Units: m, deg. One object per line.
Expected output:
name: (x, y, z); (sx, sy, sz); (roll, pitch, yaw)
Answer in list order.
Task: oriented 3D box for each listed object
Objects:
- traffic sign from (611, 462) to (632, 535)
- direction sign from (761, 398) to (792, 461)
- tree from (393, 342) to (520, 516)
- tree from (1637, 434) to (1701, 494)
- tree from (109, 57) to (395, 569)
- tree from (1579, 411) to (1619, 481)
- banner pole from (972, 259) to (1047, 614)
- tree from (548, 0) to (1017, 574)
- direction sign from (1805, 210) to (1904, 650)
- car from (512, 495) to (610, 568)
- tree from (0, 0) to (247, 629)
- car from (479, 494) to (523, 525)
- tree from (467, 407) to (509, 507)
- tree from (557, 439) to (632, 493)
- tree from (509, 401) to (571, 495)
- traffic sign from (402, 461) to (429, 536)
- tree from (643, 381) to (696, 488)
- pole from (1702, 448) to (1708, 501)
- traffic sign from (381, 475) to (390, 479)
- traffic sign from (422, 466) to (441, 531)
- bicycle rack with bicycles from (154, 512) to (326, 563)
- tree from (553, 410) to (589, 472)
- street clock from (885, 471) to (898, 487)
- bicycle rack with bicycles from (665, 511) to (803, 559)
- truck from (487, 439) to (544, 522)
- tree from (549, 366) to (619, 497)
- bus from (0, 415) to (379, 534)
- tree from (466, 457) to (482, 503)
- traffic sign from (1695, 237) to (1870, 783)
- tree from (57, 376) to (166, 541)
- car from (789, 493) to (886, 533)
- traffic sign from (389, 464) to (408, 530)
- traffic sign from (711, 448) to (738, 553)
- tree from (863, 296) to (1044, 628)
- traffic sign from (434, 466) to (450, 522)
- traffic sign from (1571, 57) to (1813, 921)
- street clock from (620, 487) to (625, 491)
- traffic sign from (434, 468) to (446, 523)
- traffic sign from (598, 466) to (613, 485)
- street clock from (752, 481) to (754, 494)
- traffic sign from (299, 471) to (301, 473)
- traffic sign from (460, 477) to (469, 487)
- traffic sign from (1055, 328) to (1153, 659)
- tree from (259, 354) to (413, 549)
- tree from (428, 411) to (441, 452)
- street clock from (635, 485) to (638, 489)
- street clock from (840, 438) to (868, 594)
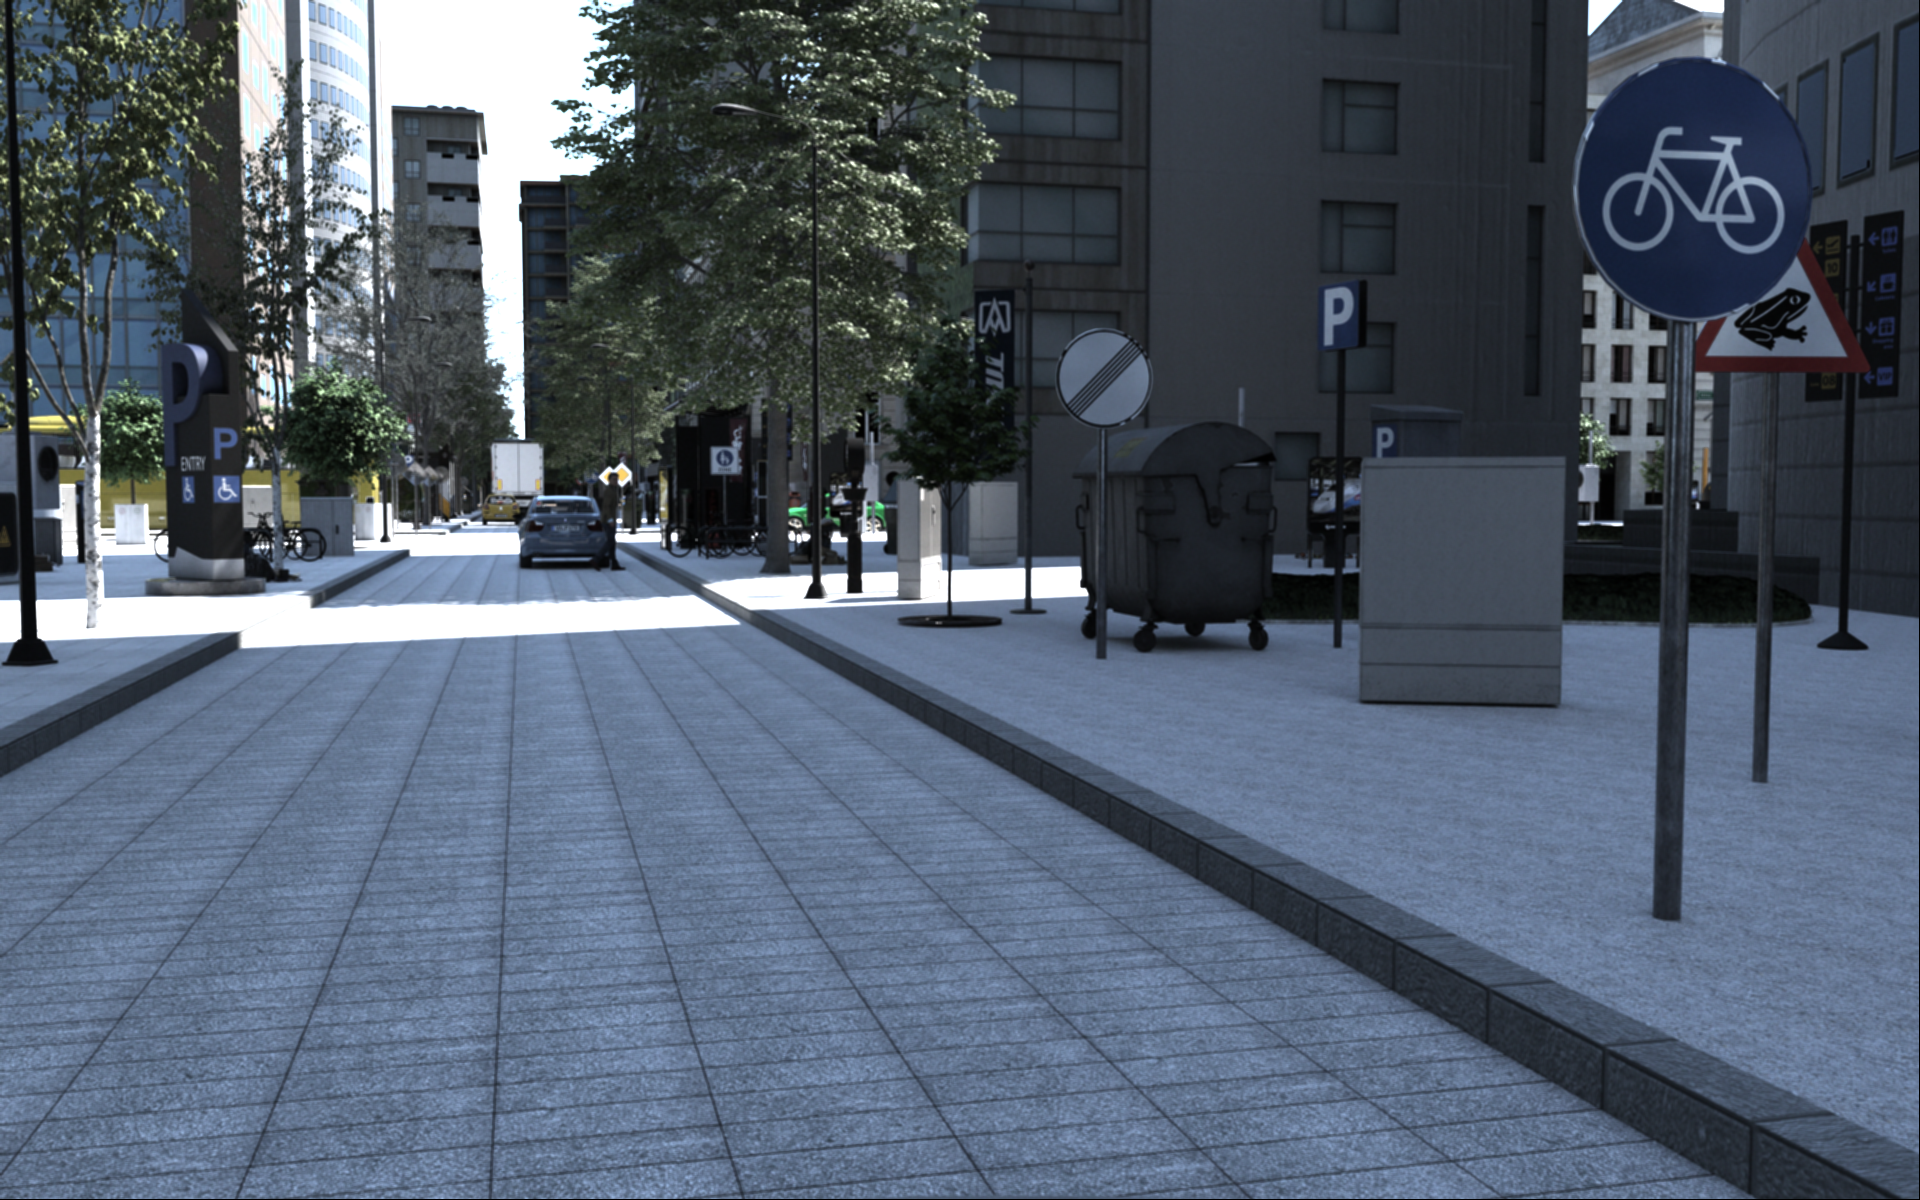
traffic sign: (-10.619, -3.106, 54.428); (0.795, 2.450, 0.064); (-1, 4, -14)
direction sign: (-4.304, -2.982, 40.758); (0.876, 3.537, 0.379); (2, 4, 31)
tree: (-30.061, -10.305, 102.898); (8.767, 10.594, 7.601); (1, 4, 17)
tree: (21.594, -3.585, 53.212); (1.663, 3.219, 1.824); (0, 3, 0)
tree: (-11.587, -4.781, 28.536); (4.360, 8.622, 3.978); (0, 3, 0)
tree: (20.564, -4.586, 58.694); (4.285, 4.588, 4.351); (0, 3, 0)
banner pole: (0.523, -1.752, 18.670); (0.863, 3.779, 0.401); (1, 4, 23)
tree: (-2.952, -6.733, 28.207); (7.486, 12.596, 7.792); (0, 3, 0)
direction sign: (7.349, -1.365, 14.315); (0.379, 3.537, 0.876); (-1, 4, -22)
car: (-8.004, -1.405, 34.974); (2.014, 1.417, 4.499); (-1, 4, -14)
tree: (-8.476, -4.036, 16.353); (4.737, 8.622, 4.395); (0, 3, 0)
car: (-21.624, -4.363, 81.559); (2.015, 1.641, 3.980); (-1, 4, -15)
tree: (-55.657, -16.909, 202.211); (9.928, 11.665, 9.643); (0, 3, 0)
tree: (-19.241, -6.703, 93.308); (4.285, 4.588, 4.351); (0, 3, 0)
tree: (-44.029, -16.332, 192.788); (9.928, 11.665, 9.643); (0, 3, 0)
traffic sign: (-16.631, -3.015, 52.939); (0.795, 2.450, 0.064); (-1, 4, -14)
tree: (-18.531, -9.850, 111.410); (4.360, 8.622, 3.978); (0, 3, 0)
pole: (32.967, -5.066, 76.670); (0.158, 3.312, 0.155); (0, 3, 0)
traffic sign: (-26.628, -4.942, 80.911); (0.768, 2.556, 0.104); (0, 4, -7)
traffic sign: (-18.584, -3.489, 60.682); (0.795, 2.450, 0.064); (-1, 4, -14)
bicycle rack with bicycles: (-13.483, -1.216, 33.262); (2.925, 0.926, 2.852); (1, 4, 11)
tree: (-30.833, -11.638, 140.647); (4.360, 8.622, 3.978); (0, 3, 0)
street clock: (-2.134, -3.107, 55.370); (0.471, 2.002, 0.358); (-1, 4, -9)
bicycle rack with bicycles: (-4.510, -1.335, 35.216); (2.925, 0.926, 2.852); (-1, 4, -12)
truck: (-23.943, -6.384, 93.289); (2.839, 4.237, 11.283); (-1, 4, -16)
tree: (-21.166, -9.043, 98.221); (4.737, 8.622, 4.395); (0, 3, 0)
bus: (-25.148, -3.914, 55.541); (12.252, 3.916, 2.896); (-1, 4, -14)
tree: (-54.304, -14.975, 195.206); (4.737, 8.622, 4.395); (0, 3, 0)
traffic sign: (3.565, -0.467, 7.644); (0.884, 2.594, 0.081); (0, 4, -7)
tree: (-23.128, -3.941, 48.143); (4.285, 4.588, 4.351); (0, 3, 0)
car: (-4.498, -3.120, 59.815); (4.718, 1.807, 1.959); (-1, 4, -15)
traffic sign: (-20.105, -3.776, 61.844); (0.768, 2.556, 0.104); (0, 4, -7)
traffic sign: (-5.085, -2.163, 37.495); (0.606, 2.300, 0.079); (-1, 4, -9)
tree: (-0.208, -1.367, 16.947); (1.663, 3.219, 1.824); (0, 3, 0)
traffic sign: (-23.673, -4.828, 79.051); (0.768, 2.556, 0.104); (0, 4, -5)
traffic sign: (2.141, -0.310, 5.167); (0.768, 2.556, 0.104); (-1, 4, -10)
street clock: (-25.472, -7.813, 132.314); (0.358, 2.002, 0.471); (3, 5, 44)
traffic sign: (-23.317, -4.650, 77.208); (0.795, 2.450, 0.064); (-1, 4, -12)
traffic sign: (-12.572, -3.580, 62.172); (0.795, 2.450, 0.064); (-1, 4, -14)
street clock: (-10.880, -5.379, 92.521); (0.358, 2.002, 0.471); (3, 5, 44)
traffic sign: (-18.940, -3.082, 50.503); (0.768, 2.556, 0.104); (-1, 4, -13)
traffic sign: (-36.562, -7.795, 127.556); (0.768, 2.556, 0.104); (-1, 4, -13)
traffic sign: (1.103, -0.815, 13.427); (0.768, 2.556, 0.104); (-1, 4, -9)
tree: (-14.583, -3.481, 40.625); (4.285, 4.588, 4.351); (0, 3, 0)
tree: (-37.643, -13.140, 132.972); (7.486, 12.596, 7.792); (0, 3, 0)
street clock: (-25.499, -8.015, 135.608); (0.471, 2.002, 0.358); (-2, 4, -24)
street clock: (-1.360, -1.085, 22.309); (0.358, 2.002, 0.471); (-1, 4, -10)
